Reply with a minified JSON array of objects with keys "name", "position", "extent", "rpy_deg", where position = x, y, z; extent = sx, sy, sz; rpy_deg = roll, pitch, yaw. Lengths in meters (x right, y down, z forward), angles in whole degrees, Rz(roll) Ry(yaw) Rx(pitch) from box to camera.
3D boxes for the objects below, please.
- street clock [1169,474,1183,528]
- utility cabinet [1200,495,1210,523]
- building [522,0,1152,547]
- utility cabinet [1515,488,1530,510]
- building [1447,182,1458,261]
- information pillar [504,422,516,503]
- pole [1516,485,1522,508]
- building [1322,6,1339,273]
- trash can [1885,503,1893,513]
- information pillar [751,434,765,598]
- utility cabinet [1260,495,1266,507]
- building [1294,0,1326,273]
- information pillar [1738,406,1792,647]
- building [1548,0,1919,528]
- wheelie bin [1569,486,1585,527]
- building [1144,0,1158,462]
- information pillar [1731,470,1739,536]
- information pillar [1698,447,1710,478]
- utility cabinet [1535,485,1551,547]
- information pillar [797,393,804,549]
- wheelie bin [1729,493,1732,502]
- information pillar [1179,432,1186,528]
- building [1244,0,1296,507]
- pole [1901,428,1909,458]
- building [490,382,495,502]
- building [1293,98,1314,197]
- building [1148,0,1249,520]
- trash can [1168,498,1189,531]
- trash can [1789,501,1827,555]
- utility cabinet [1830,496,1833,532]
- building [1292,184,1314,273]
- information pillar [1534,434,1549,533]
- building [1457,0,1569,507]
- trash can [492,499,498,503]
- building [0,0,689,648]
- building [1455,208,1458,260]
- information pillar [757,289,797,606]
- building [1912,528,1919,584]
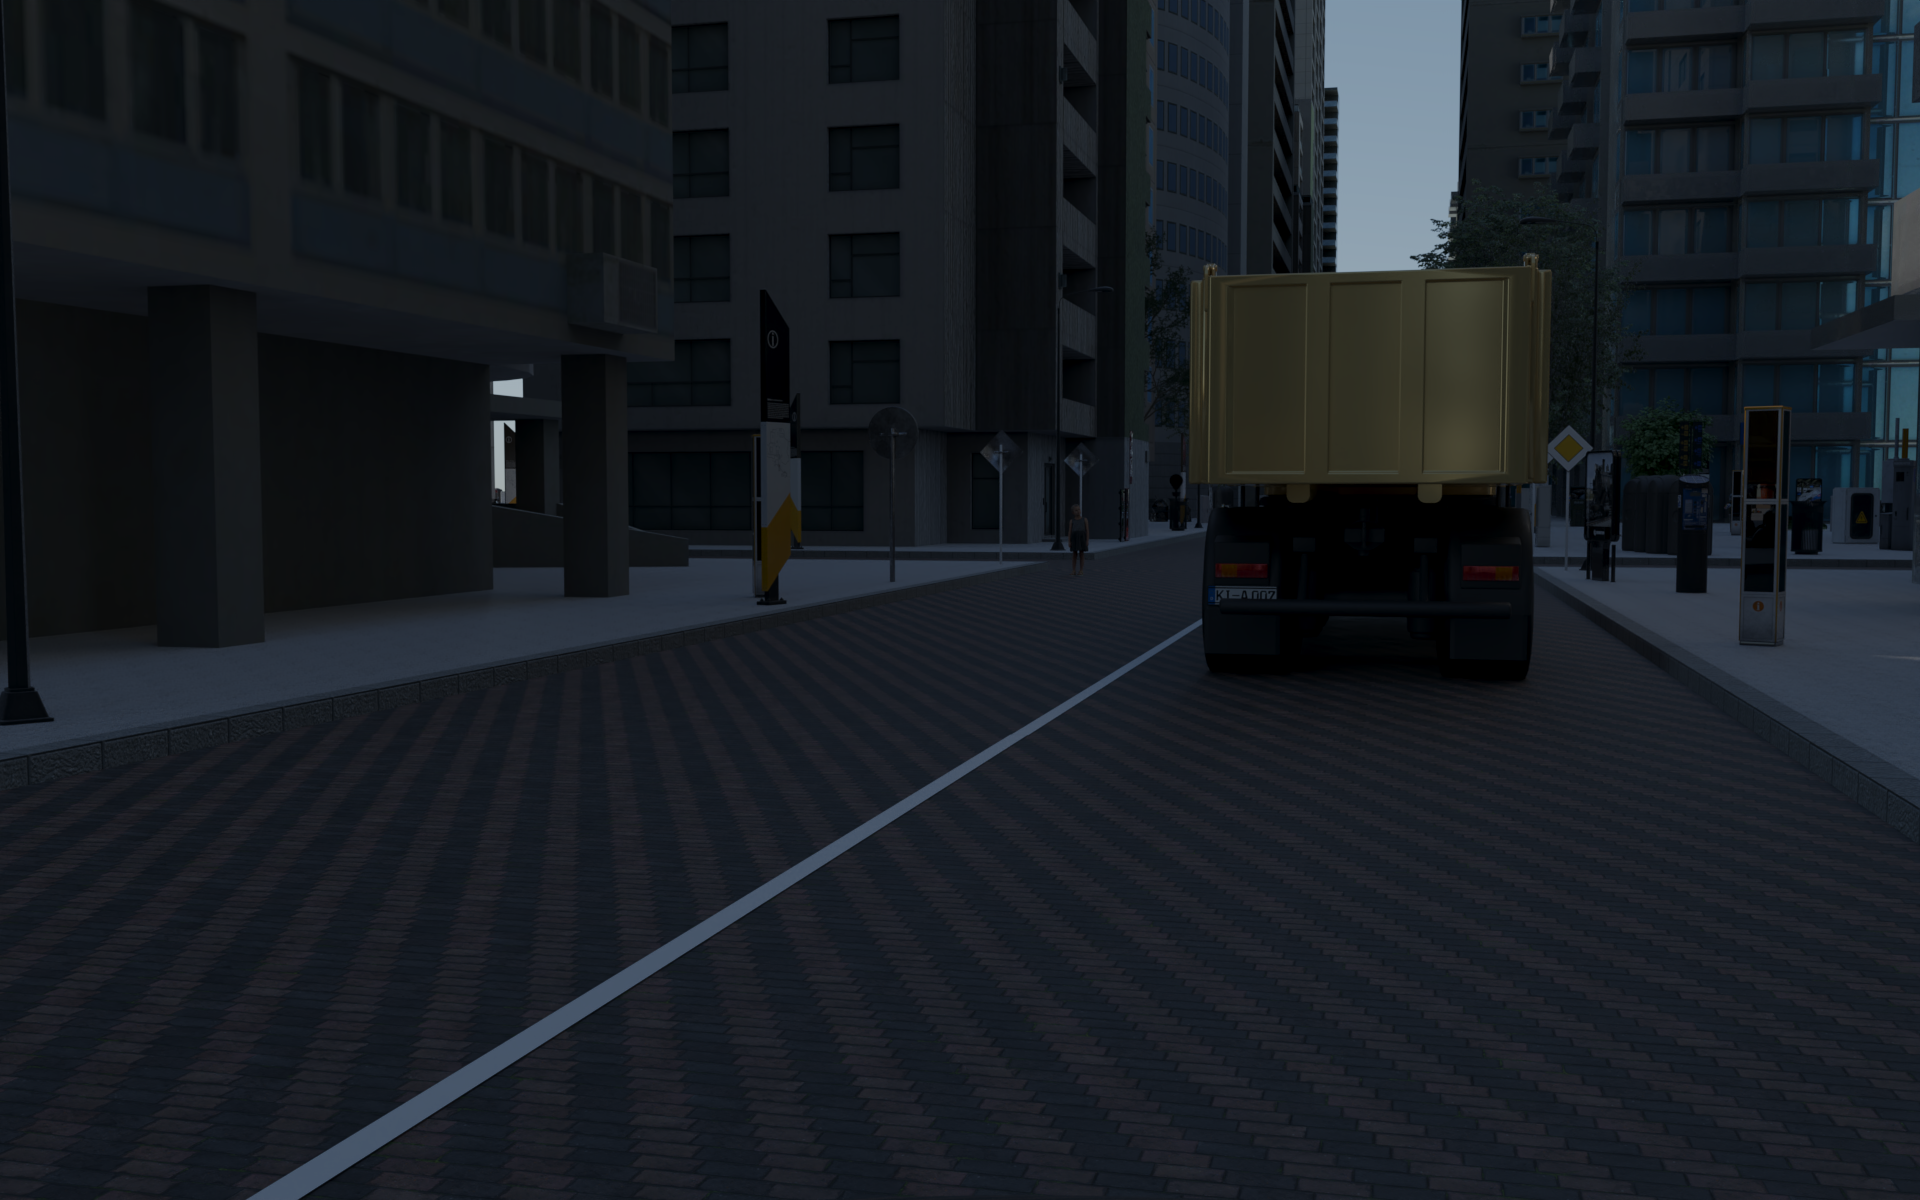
[{"name":"street clock","position":[7.799,-3.542,62.483],"extent":[0.471,2.002,0.358],"rpy_deg":[1,4,14]},{"name":"utility cabinet","position":[10.715,-3.983,76.277],"extent":[0.306,1.237,1.020],"rpy_deg":[2,4,24]},{"name":"building","position":[-2.682,-16.884,47.754],"extent":[14.160,30.474,14.107],"rpy_deg":[1,4,14]},{"name":"utility cabinet","position":[21.889,-3.526,66.328],"extent":[1.173,1.500,0.318],"rpy_deg":[1,4,12]},{"name":"building","position":[80.476,-38.253,245.052],"extent":[23.786,49.044,30.456],"rpy_deg":[1,4,14]},{"name":"information pillar","position":[-14.718,-4.003,56.809],"extent":[0.504,3.616,0.183],"rpy_deg":[-3,4,-39]},{"name":"pole","position":[19.245,-4.022,59.606],"extent":[0.158,3.312,0.155],"rpy_deg":[0,3,0]},{"name":"building","position":[44.723,-57.333,250.063],"extent":[22.319,86.520,31.000],"rpy_deg":[1,4,14]},{"name":"trash can","position":[33.463,-3.082,62.041],"extent":[0.748,1.137,0.748],"rpy_deg":[0,3,0]},{"name":"information pillar","position":[-2.422,-1.041,21.509],"extent":[0.304,2.012,0.304],"rpy_deg":[-1,4,-12]},{"name":"utility cabinet","position":[15.417,-4.735,88.581],"extent":[0.306,1.237,1.020],"rpy_deg":[1,4,20]},{"name":"building","position":[38.837,-48.147,225.446],"extent":[20.563,71.187,20.611],"rpy_deg":[1,4,14]},{"name":"information pillar","position":[6.819,-0.623,14.673],"extent":[0.304,2.012,0.304],"rpy_deg":[3,4,38]},{"name":"building","position":[41.533,-28.518,85.884],"extent":[23.786,49.044,30.456],"rpy_deg":[1,4,14]},{"name":"wheelie bin","position":[24.331,-3.677,68.025],"extent":[0.980,1.594,0.693],"rpy_deg":[1,4,19]},{"name":"building","position":[0.065,-25.646,69.426],"extent":[14.600,45.320,14.200],"rpy_deg":[1,4,14]},{"name":"information pillar","position":[24.081,-3.003,53.586],"extent":[0.304,2.012,0.304],"rpy_deg":[3,5,43]},{"name":"information pillar","position":[31.336,-4.999,73.095],"extent":[0.504,3.616,0.183],"rpy_deg":[1,4,14]},{"name":"utility cabinet","position":[14.191,-2.049,42.185],"extent":[0.318,1.500,1.173],"rpy_deg":[1,4,16]},{"name":"information pillar","position":[-3.833,-2.989,40.227],"extent":[0.183,3.616,0.504],"rpy_deg":[-2,4,-31]},{"name":"wheelie bin","position":[24.608,-2.840,54.349],"extent":[0.980,1.594,0.693],"rpy_deg":[0,4,-2]},{"name":"information pillar","position":[8.514,-4.573,66.116],"extent":[0.183,3.616,0.504],"rpy_deg":[1,4,20]},{"name":"building","position":[12.553,-30.652,124.860],"extent":[21.300,48.544,21.600],"rpy_deg":[1,4,14]},{"name":"pole","position":[29.322,-3.667,53.801],"extent":[0.158,3.312,0.155],"rpy_deg":[0,3,0]},{"name":"building","position":[-24.085,-22.572,52.651],"extent":[14.086,41.232,14.154],"rpy_deg":[1,4,14]},{"name":"building","position":[28.175,-30.101,175.744],"extent":[14.154,41.232,14.086],"rpy_deg":[1,4,14]},{"name":"building","position":[4.505,-34.005,97.983],"extent":[21.231,58.520,28.212],"rpy_deg":[1,4,14]},{"name":"trash can","position":[7.603,-2.978,60.337],"extent":[0.748,1.137,0.748],"rpy_deg":[0,3,0]},{"name":"trash can","position":[17.978,-1.535,36.753],"extent":[0.748,1.137,0.748],"rpy_deg":[0,3,0]},{"name":"utility cabinet","position":[30.252,-2.940,59.235],"extent":[1.020,1.237,0.306],"rpy_deg":[-2,4,-23]},{"name":"building","position":[25.502,-23.886,162.231],"extent":[14.160,30.474,14.107],"rpy_deg":[1,4,14]},{"name":"information pillar","position":[18.930,-3.984,56.499],"extent":[0.504,3.616,0.183],"rpy_deg":[0,4,5]},{"name":"building","position":[46.176,-30.418,121.032],"extent":[21.300,48.544,21.600],"rpy_deg":[1,4,14]},{"name":"trash can","position":[-14.948,-2.632,54.687],"extent":[0.748,1.137,0.748],"rpy_deg":[0,3,0]},{"name":"building","position":[-16.483,-19.947,18.018],"extent":[23.993,40.220,32.217],"rpy_deg":[1,4,14]},{"name":"building","position":[56.579,-24.558,173.219],"extent":[14.160,30.474,14.107],"rpy_deg":[1,4,14]},{"name":"information pillar","position":[-2.145,-1.756,20.070],"extent":[0.183,3.616,0.504],"rpy_deg":[2,4,29]},{"name":"building","position":[19.783,-23.802,8.776],"extent":[23.786,49.044,30.456],"rpy_deg":[1,4,14]}]
